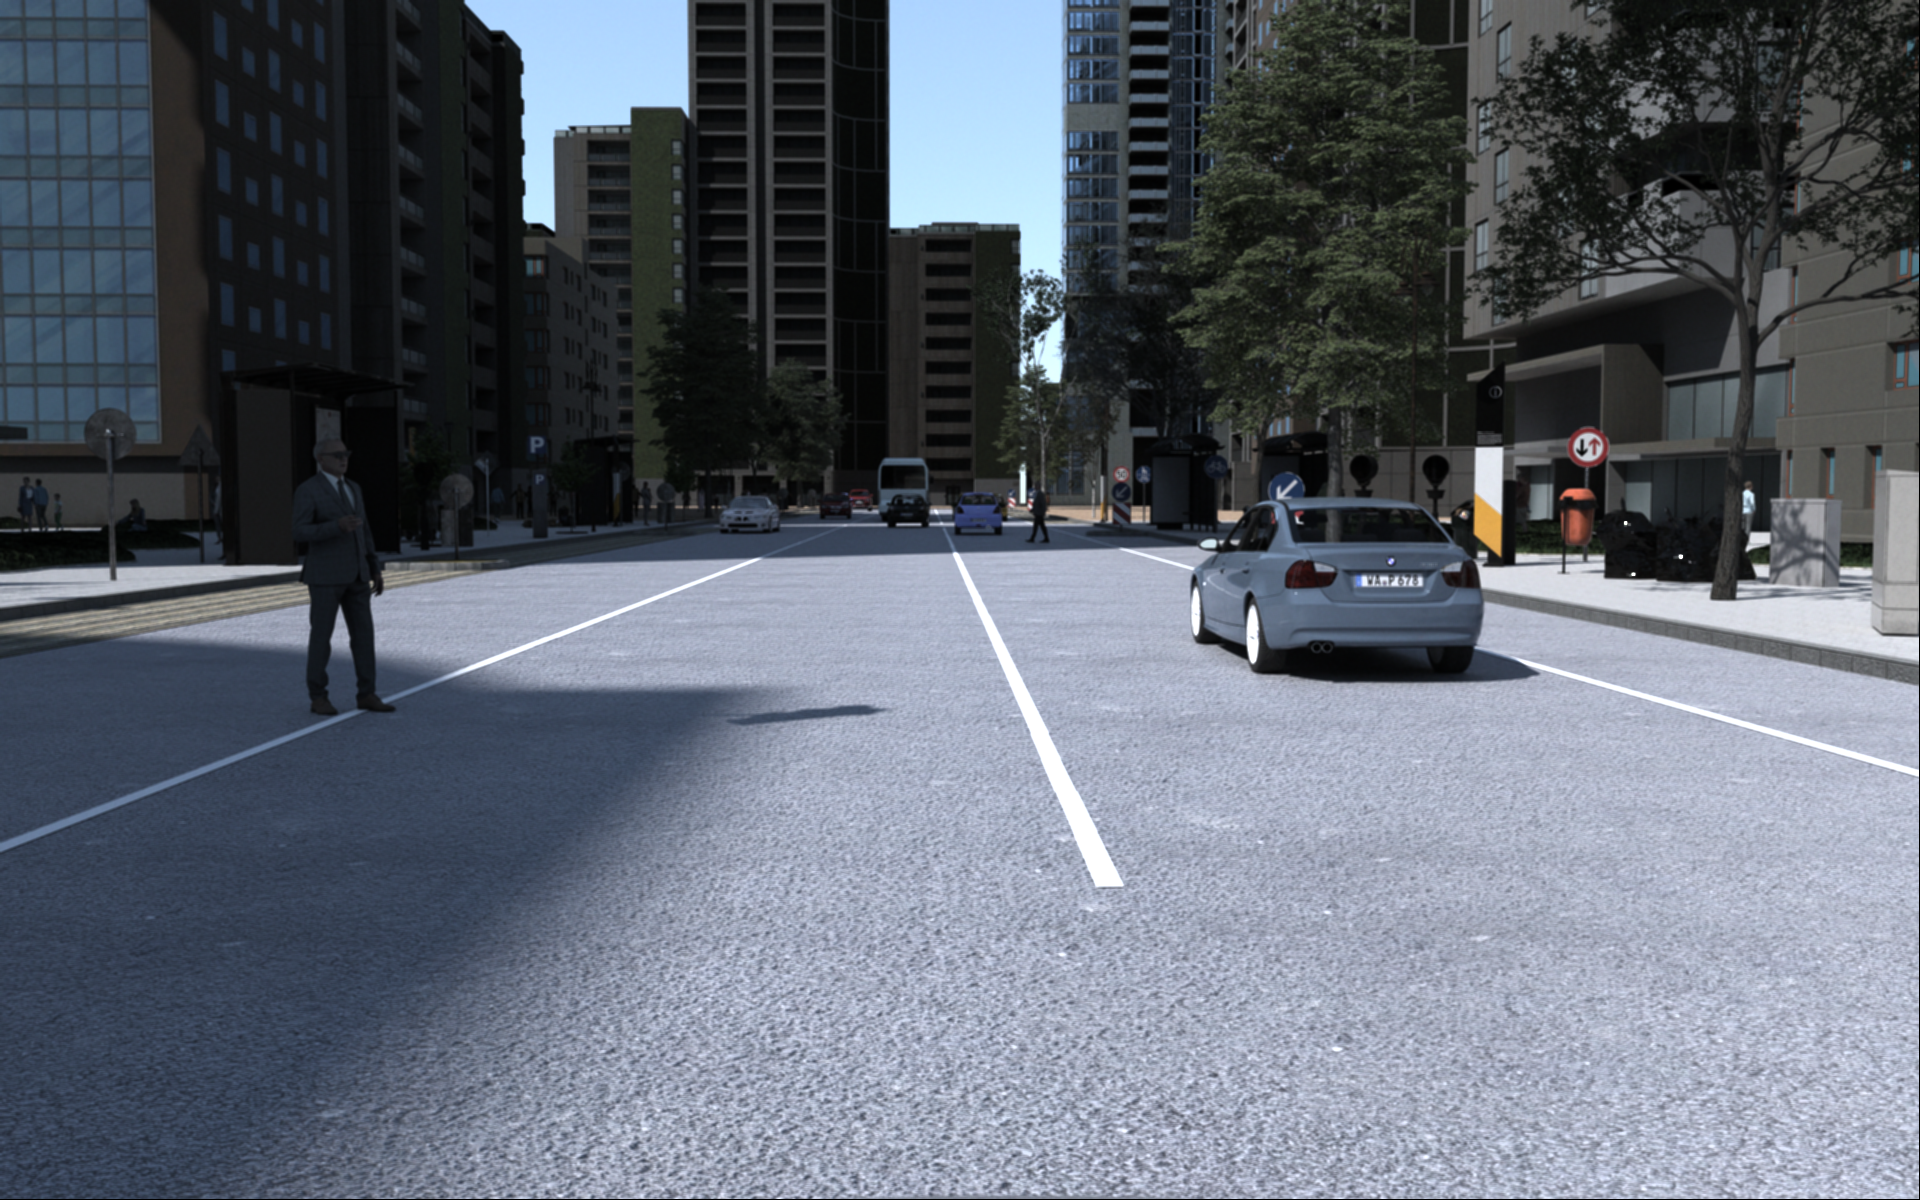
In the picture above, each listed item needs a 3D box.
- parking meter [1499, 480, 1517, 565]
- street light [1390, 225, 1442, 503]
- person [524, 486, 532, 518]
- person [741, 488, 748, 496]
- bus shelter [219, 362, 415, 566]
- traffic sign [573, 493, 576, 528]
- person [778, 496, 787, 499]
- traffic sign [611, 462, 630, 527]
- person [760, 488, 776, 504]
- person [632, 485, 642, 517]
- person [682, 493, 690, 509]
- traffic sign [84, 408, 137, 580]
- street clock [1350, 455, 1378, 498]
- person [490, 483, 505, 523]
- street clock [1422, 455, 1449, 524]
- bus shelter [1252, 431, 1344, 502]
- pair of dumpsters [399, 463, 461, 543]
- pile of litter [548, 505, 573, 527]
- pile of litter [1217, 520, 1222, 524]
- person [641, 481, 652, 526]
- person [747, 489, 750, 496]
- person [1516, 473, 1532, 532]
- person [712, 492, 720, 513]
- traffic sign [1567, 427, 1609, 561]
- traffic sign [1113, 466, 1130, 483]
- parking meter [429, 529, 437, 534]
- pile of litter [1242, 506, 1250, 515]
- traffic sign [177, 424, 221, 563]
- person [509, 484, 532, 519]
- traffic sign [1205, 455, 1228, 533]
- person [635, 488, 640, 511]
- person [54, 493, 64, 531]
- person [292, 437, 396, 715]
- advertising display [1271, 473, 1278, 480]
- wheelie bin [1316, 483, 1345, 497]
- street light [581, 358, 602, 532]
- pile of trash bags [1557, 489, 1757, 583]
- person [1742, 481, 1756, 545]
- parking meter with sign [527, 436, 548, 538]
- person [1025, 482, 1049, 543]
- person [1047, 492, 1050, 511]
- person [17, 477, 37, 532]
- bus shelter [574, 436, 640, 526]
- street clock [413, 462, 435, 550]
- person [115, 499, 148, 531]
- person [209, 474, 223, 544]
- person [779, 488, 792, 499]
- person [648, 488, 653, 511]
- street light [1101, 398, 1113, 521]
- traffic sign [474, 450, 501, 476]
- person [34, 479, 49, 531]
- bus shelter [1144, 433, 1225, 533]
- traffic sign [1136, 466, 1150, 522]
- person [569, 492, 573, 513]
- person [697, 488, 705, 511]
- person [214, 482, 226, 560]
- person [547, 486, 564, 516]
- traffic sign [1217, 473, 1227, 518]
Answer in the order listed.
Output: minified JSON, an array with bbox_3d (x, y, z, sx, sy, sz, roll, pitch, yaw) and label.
[{"bbox_3d":[9.898,-1.408,31.436,0.372,1.533,0.369,0,3,0],"label":"parking meter"},{"bbox_3d":[7.874,-3.503,30.065,0.468,5.910,1.993,0,4,-1],"label":"street light"},{"bbox_3d":[-23.254,-5.336,94.010,1.217,1.735,0.721,3,4,36],"label":"person"},{"bbox_3d":[-17.694,-8.332,142.279,0.705,1.823,1.348,-3,4,-36],"label":"person"},{"bbox_3d":[-12.440,-2.611,33.980,1.731,3.624,6.357,0,4,-1],"label":"bus shelter"},{"bbox_3d":[-14.455,-3.961,64.861,0.768,2.556,0.104,0,4,8],"label":"traffic sign"},{"bbox_3d":[-15.244,-8.738,148.917,0.705,1.824,1.348,-3,4,-39],"label":"person"},{"bbox_3d":[-13.381,-4.173,68.334,0.768,2.556,0.104,0,4,6],"label":"traffic sign"},{"bbox_3d":[-10.253,-4.989,90.777,1.217,1.736,0.721,-1,4,-15],"label":"person"},{"bbox_3d":[-18.188,-5.533,96.608,1.348,1.812,0.705,-1,4,-20],"label":"person"},{"bbox_3d":[-23.435,-8.671,148.363,0.990,1.755,0.434,3,5,39],"label":"person"},{"bbox_3d":[-12.587,-1.564,25.671,0.768,2.556,0.104,0,4,-1],"label":"traffic sign"},{"bbox_3d":[7.461,-1.680,32.042,0.471,2.002,0.358,3,5,44],"label":"street clock"},{"bbox_3d":[-20.438,-4.292,76.553,0.601,1.785,0.444,2,4,26],"label":"person"},{"bbox_3d":[8.817,-1.686,32.131,0.471,2.002,0.358,1,4,19],"label":"street clock"},{"bbox_3d":[11.314,-3.933,58.232,2.014,3.302,5.546,0,4,-1],"label":"bus shelter"},{"bbox_3d":[-14.832,-2.757,47.563,1.574,2.255,4.437,0,4,-1],"label":"pair of dumpsters"},{"bbox_3d":[-15.693,-3.277,67.543,1.176,0.858,1.719,3,4,37],"label":"pile of litter"},{"bbox_3d":[10.600,-3.767,75.561,1.176,0.858,1.719,-3,5,-41],"label":"pile of litter"},{"bbox_3d":[-12.602,-3.891,69.935,0.520,1.790,0.573,2,4,34],"label":"person"},{"bbox_3d":[-19.066,-9.091,155.614,0.436,1.711,0.756,0,4,-7],"label":"person"},{"bbox_3d":[14.570,-2.377,44.889,0.573,1.828,0.580,-1,4,-16],"label":"person"},{"bbox_3d":[-16.497,-6.576,116.746,0.628,1.438,0.799,-2,4,-24],"label":"person"},{"bbox_3d":[11.909,-2.007,32.914,0.768,2.556,0.104,0,4,8],"label":"traffic sign"},{"bbox_3d":[7.298,-4.782,78.293,0.768,2.556,0.104,0,4,8],"label":"traffic sign"},{"bbox_3d":[-16.828,-3.012,54.962,0.399,1.863,0.255,0,4,6],"label":"parking meter"},{"bbox_3d":[11.006,-3.105,64.729,1.176,0.858,1.719,0,4,-1],"label":"pile of litter"},{"bbox_3d":[-14.154,-1.974,32.275,0.884,2.594,0.081,0,4,2],"label":"traffic sign"},{"bbox_3d":[-22.870,-5.134,90.083,1.348,1.812,0.705,-3,5,-43],"label":"person"},{"bbox_3d":[8.355,-3.450,56.516,0.768,2.556,0.104,0,4,4],"label":"traffic sign"},{"bbox_3d":[-24.747,-7.749,133.264,0.721,1.766,1.217,0,4,-2],"label":"person"},{"bbox_3d":[-31.056,-3.021,59.677,0.306,1.304,0.590,0,4,4],"label":"person"},{"bbox_3d":[-3.992,-0.159,11.270,0.590,1.801,0.661,2,4,28],"label":"person"},{"bbox_3d":[9.921,-3.020,54.584,0.123,1.923,0.974,1,4,18],"label":"advertising display"},{"bbox_3d":[10.108,-2.405,47.234,0.693,1.594,0.980,-2,4,-30],"label":"wheelie bin"},{"bbox_3d":[-12.496,-5.266,58.889,0.468,5.910,1.993,0,4,-1],"label":"street light"},{"bbox_3d":[10.562,-1.042,26.783,1.912,1.369,3.447,-2,4,-25],"label":"pile of trash bags"},{"bbox_3d":[19.763,-2.179,43.477,0.330,1.601,0.589,-1,4,-12],"label":"person"},{"bbox_3d":[-12.403,-3.347,50.976,0.543,3.016,1.738,-1,4,-16],"label":"parking meter with sign"},{"bbox_3d":[2.254,-2.575,50.993,0.834,1.777,0.661,-1,4,-21],"label":"person"},{"bbox_3d":[6.661,-7.400,130.298,0.557,1.426,1.065,0,4,0],"label":"person"},{"bbox_3d":[-29.664,-2.997,55.061,0.581,1.822,0.654,-3,4,-38],"label":"person"},{"bbox_3d":[-14.791,-4.985,72.786,1.731,3.624,6.357,0,4,-1],"label":"bus shelter"},{"bbox_3d":[-12.241,-2.141,39.575,0.471,2.002,0.358,-1,4,-19],"label":"street clock"},{"bbox_3d":[-22.934,-2.243,48.208,1.012,1.151,0.738,2,4,24],"label":"person"},{"bbox_3d":[-18.932,-2.320,44.256,0.520,1.790,0.573,-1,4,-14],"label":"person"},{"bbox_3d":[-15.631,-9.152,155.683,1.348,1.822,0.705,-1,4,-22],"label":"person"},{"bbox_3d":[-24.063,-7.818,134.590,0.721,1.743,1.217,-2,4,-25],"label":"person"},{"bbox_3d":[6.922,-6.660,81.678,0.468,5.910,1.993,0,4,-1],"label":"street light"},{"bbox_3d":[-14.081,-3.172,51.599,0.795,2.593,0.064,0,4,4],"label":"traffic sign"},{"bbox_3d":[-30.605,-3.138,57.688,0.444,1.785,0.601,2,4,29],"label":"person"},{"bbox_3d":[7.688,-4.033,59.868,2.014,3.302,5.546,0,4,-1],"label":"bus shelter"},{"bbox_3d":[8.350,-4.794,78.493,0.768,2.556,0.104,0,4,4],"label":"traffic sign"},{"bbox_3d":[-26.092,-6.687,116.102,0.721,1.743,1.217,-1,4,-14],"label":"person"},{"bbox_3d":[-19.200,-7.454,128.592,0.621,1.740,0.551,3,5,43],"label":"person"},{"bbox_3d":[-14.159,-1.704,33.774,0.818,1.842,0.514,1,4,22],"label":"person"},{"bbox_3d":[-23.668,-5.756,100.873,1.217,1.735,0.721,-2,4,-32],"label":"person"},{"bbox_3d":[9.120,-3.758,61.556,0.768,2.556,0.104,0,4,4],"label":"traffic sign"}]
